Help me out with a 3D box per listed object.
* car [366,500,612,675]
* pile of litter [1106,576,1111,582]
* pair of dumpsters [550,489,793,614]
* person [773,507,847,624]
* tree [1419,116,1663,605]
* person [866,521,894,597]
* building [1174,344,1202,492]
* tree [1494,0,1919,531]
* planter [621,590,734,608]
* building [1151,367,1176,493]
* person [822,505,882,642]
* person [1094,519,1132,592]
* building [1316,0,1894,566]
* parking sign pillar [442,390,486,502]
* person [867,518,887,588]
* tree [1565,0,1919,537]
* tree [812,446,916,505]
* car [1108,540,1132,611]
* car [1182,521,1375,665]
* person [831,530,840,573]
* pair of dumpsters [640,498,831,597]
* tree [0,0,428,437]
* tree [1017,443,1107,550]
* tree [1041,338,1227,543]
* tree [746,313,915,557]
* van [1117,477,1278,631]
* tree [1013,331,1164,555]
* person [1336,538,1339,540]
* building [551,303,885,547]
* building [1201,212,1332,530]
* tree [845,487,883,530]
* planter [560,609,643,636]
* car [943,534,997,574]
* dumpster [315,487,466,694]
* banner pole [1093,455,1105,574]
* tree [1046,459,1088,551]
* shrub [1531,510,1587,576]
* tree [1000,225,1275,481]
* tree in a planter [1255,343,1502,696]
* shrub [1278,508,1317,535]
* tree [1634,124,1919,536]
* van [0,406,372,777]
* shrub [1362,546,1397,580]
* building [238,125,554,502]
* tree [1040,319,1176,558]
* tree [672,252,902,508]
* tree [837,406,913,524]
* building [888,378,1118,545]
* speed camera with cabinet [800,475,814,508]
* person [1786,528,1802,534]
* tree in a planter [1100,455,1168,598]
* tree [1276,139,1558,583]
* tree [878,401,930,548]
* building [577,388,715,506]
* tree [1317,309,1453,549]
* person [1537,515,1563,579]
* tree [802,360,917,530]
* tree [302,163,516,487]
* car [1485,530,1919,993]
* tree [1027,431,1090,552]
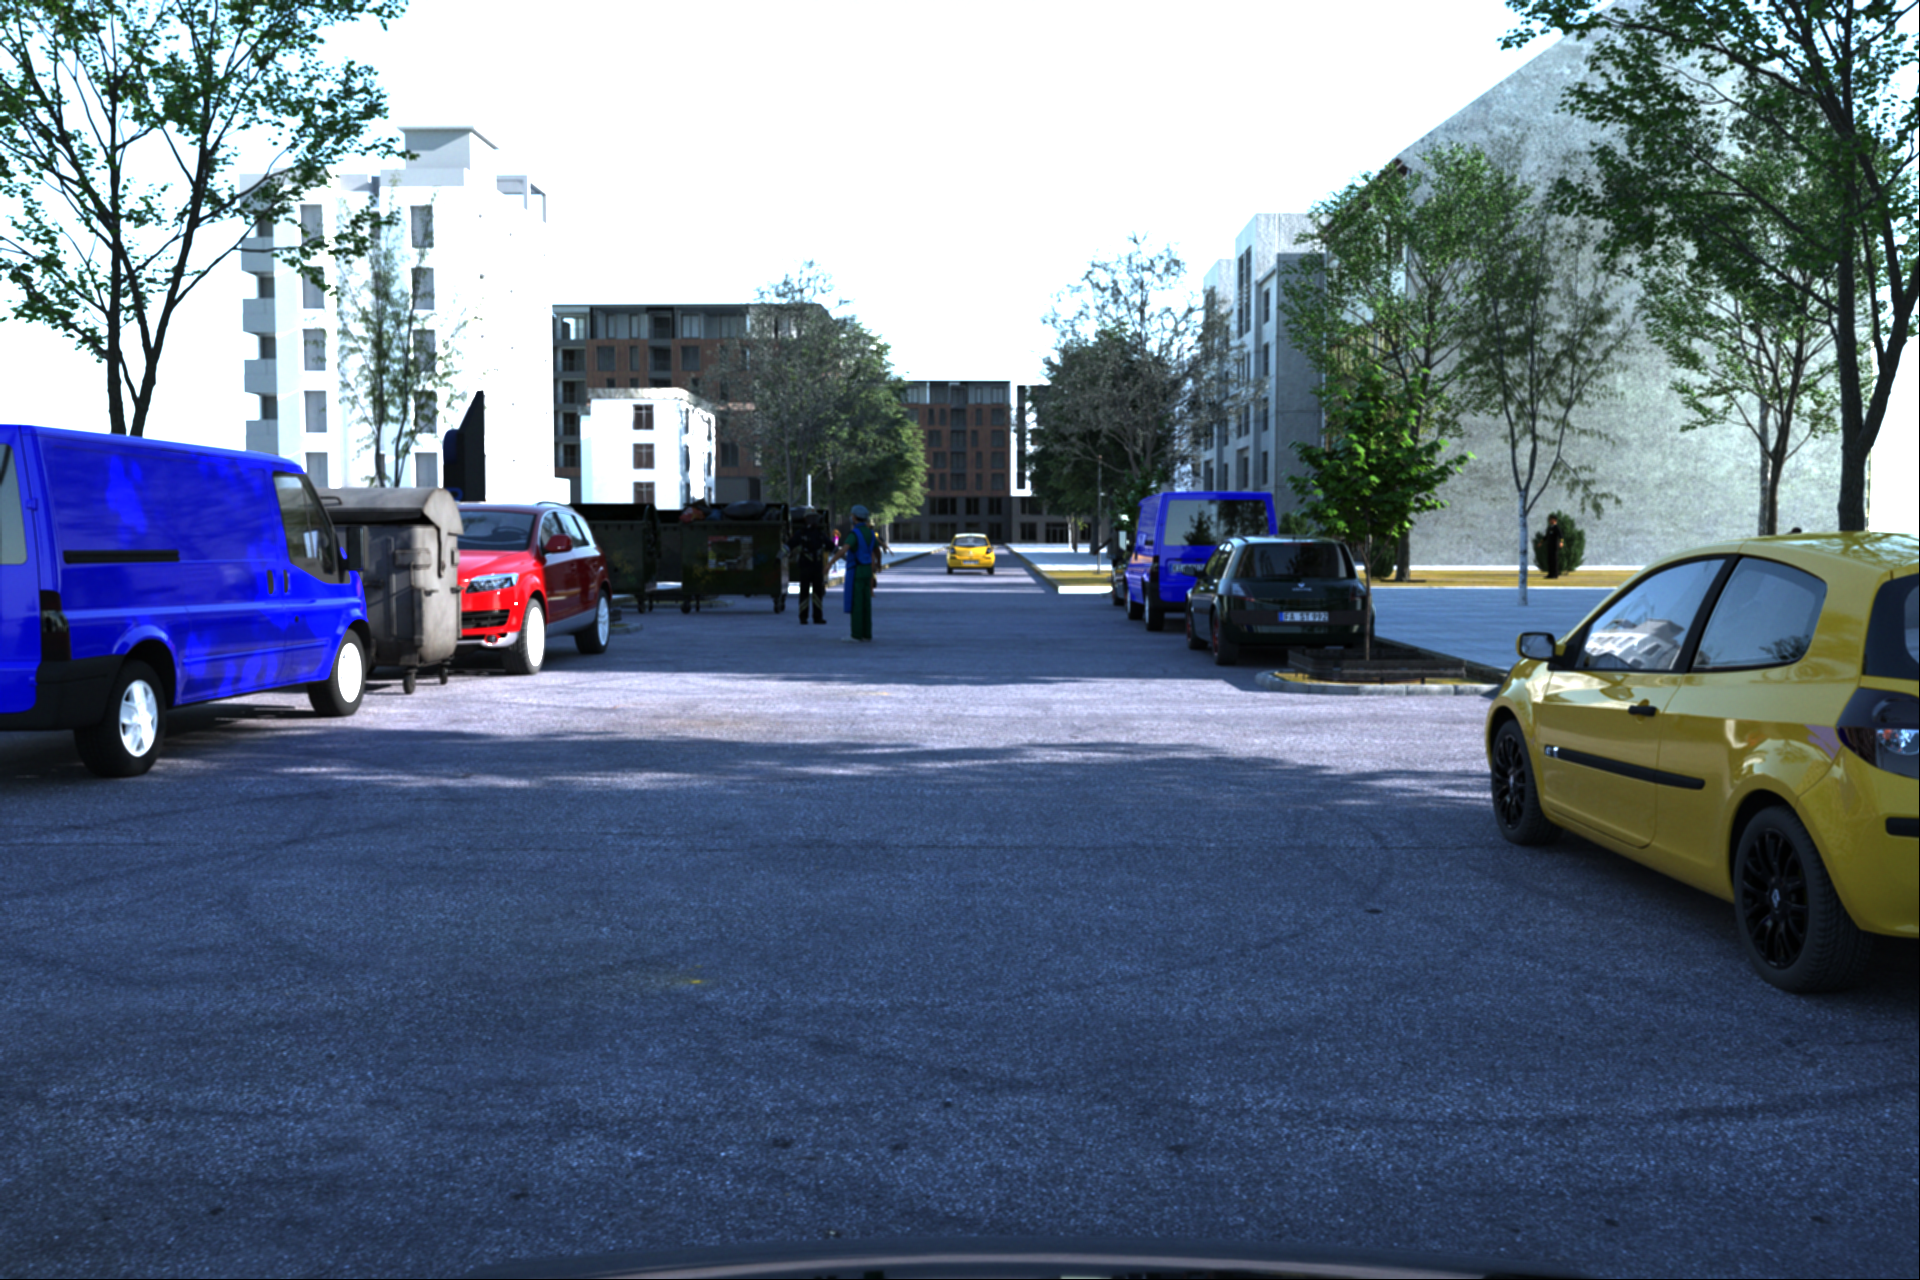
[{"bbox_3d":[-5.299,-0.651,19.310,2.281,1.827,5.304,0,4,1],"label":"car"},{"bbox_3d":[4.435,-1.941,45.700,1.176,0.858,1.719,0,4,0],"label":"pile of litter"},{"bbox_3d":[-5.320,-1.631,31.624,4.436,2.255,1.574,0,4,1],"label":"pair of dumpsters"},{"bbox_3d":[-2.366,-1.184,27.602,1.354,1.856,0.705,-2,4,-27],"label":"person"},{"bbox_3d":[10.222,-4.949,31.279,4.360,8.622,3.978,0,3,0],"label":"tree"},{"bbox_3d":[-2.120,-1.853,39.560,1.217,1.733,0.721,-1,4,-11],"label":"person"},{"bbox_3d":[26.447,-19.276,171.585,16.016,20.090,11.380,0,4,1],"label":"building"},{"bbox_3d":[10.071,-5.700,18.956,9.928,11.665,9.643,0,3,0],"label":"tree"},{"bbox_3d":[-5.553,-0.813,34.436,1.991,0.319,1.994,0,4,1],"label":"planter"},{"bbox_3d":[25.611,-20.531,192.100,16.016,20.090,11.380,0,4,1],"label":"building"},{"bbox_3d":[-1.365,-0.885,23.050,0.704,1.817,1.347,2,4,29],"label":"person"},{"bbox_3d":[3.812,-2.024,41.678,1.348,1.813,0.705,3,5,41],"label":"person"},{"bbox_3d":[27.372,-15.109,77.966,19.493,23.208,18.063,0,4,2],"label":"building"},{"bbox_3d":[-9.094,-2.651,31.813,1.447,3.967,1.447,0,4,1],"label":"parking sign pillar"},{"bbox_3d":[-2.413,-2.304,45.911,1.354,1.856,0.705,-3,5,-45],"label":"person"},{"bbox_3d":[27.613,-12.469,59.754,12.611,20.169,13.585,0,3,0],"label":"tree"},{"bbox_3d":[-7.169,-11.338,119.785,8.767,10.594,7.601,0,4,-2],"label":"tree"},{"bbox_3d":[3.920,-1.450,33.498,2.009,1.686,4.222,0,3,0],"label":"car"},{"bbox_3d":[3.664,-0.643,20.298,2.009,1.686,4.222,0,4,1],"label":"car"},{"bbox_3d":[-4.196,-2.939,57.320,0.599,1.433,0.991,0,4,-8],"label":"person"},{"bbox_3d":[-5.191,-2.124,39.671,4.436,2.255,1.574,0,4,1],"label":"pair of dumpsters"},{"bbox_3d":[-11.499,-6.003,23.905,9.928,11.665,9.643,0,3,0],"label":"tree"},{"bbox_3d":[9.125,-12.633,140.964,8.767,10.594,7.601,-2,4,-31],"label":"tree"},{"bbox_3d":[8.020,-8.964,80.967,8.767,10.594,7.601,-1,4,-11],"label":"tree"},{"bbox_3d":[-7.270,-11.752,98.797,9.857,13.997,8.962,0,3,0],"label":"tree"},{"bbox_3d":[3.710,-1.396,27.208,2.240,2.365,5.245,0,4,1],"label":"van"},{"bbox_3d":[8.246,-12.268,107.236,9.857,13.997,8.962,0,3,0],"label":"tree"},{"bbox_3d":[15.806,-4.238,75.141,1.347,1.847,0.705,2,4,27],"label":"person"},{"bbox_3d":[-22.397,-19.938,169.958,27.936,21.610,32.646,0,4,1],"label":"building"},{"bbox_3d":[24.757,-14.518,103.819,16.747,18.905,31.486,0,4,1],"label":"building"},{"bbox_3d":[-6.203,-10.886,128.343,4.360,8.622,3.978,0,3,0],"label":"tree"},{"bbox_3d":[-5.754,-0.263,25.434,1.991,0.319,1.994,0,4,2],"label":"planter"},{"bbox_3d":[0.371,-3.229,63.021,2.015,1.641,3.980,0,4,0],"label":"car"},{"bbox_3d":[-5.624,-0.472,15.940,1.865,1.857,1.264,0,4,2],"label":"dumpster"},{"bbox_3d":[4.421,-3.964,54.834,0.401,3.779,0.863,0,4,1],"label":"banner pole"},{"bbox_3d":[8.308,-11.128,132.307,4.737,8.622,4.395,0,3,0],"label":"tree"},{"bbox_3d":[18.547,-3.038,53.706,1.661,2.075,1.752,0,3,0],"label":"shrub"},{"bbox_3d":[7.180,-9.661,68.320,12.009,13.543,11.850,0,3,0],"label":"tree"},{"bbox_3d":[3.843,-1.164,16.260,1.991,3.239,1.994,0,3,0],"label":"tree in a planter"},{"bbox_3d":[10.130,-2.979,52.744,1.661,2.075,1.752,0,3,0],"label":"shrub"},{"bbox_3d":[21.017,-7.247,44.240,9.928,11.665,9.643,0,3,0],"label":"tree"},{"bbox_3d":[-5.745,-0.458,11.880,2.240,2.365,5.245,0,4,1],"label":"van"},{"bbox_3d":[11.763,-2.291,48.578,1.383,1.207,1.383,0,3,0],"label":"shrub"},{"bbox_3d":[-27.345,-13.777,81.682,16.016,20.090,11.380,0,4,0],"label":"building"},{"bbox_3d":[7.795,-10.605,91.522,7.486,12.596,7.792,0,3,0],"label":"tree"},{"bbox_3d":[-7.196,-10.060,74.857,12.009,13.543,11.850,0,3,0],"label":"tree"},{"bbox_3d":[-7.278,-13.319,135.889,7.486,12.596,7.792,0,3,0],"label":"tree"},{"bbox_3d":[4.116,-24.007,238.937,32.646,21.610,27.936,0,4,-2],"label":"building"},{"bbox_3d":[-5.198,-3.931,58.608,0.660,3.252,2.038,0,4,3],"label":"speed camera with cabinet"},{"bbox_3d":[18.472,-1.808,38.837,0.697,1.427,0.421,2,4,32],"label":"person"},{"bbox_3d":[4.192,-2.576,39.347,1.991,3.239,1.994,0,4,1],"label":"tree in a planter"},{"bbox_3d":[12.007,-7.354,45.991,9.928,11.665,9.643,0,3,0],"label":"tree"},{"bbox_3d":[-6.010,-13.985,146.783,7.486,12.596,7.792,0,3,0],"label":"tree"},{"bbox_3d":[-20.487,-10.493,113.706,9.099,9.664,28.070,0,4,0],"label":"building"},{"bbox_3d":[13.772,-6.537,57.243,4.737,8.622,4.395,0,3,0],"label":"tree"},{"bbox_3d":[17.021,-2.683,49.798,0.705,1.837,1.347,-1,4,-9],"label":"person"},{"bbox_3d":[-6.491,-11.734,109.979,7.486,12.596,7.792,0,3,0],"label":"tree"},{"bbox_3d":[-11.745,-5.178,35.030,4.360,8.622,3.978,0,3,0],"label":"tree"},{"bbox_3d":[3.387,0.207,6.841,2.015,1.641,3.980,0,4,0],"label":"car"},{"bbox_3d":[8.022,-11.562,123.447,7.601,10.594,8.767,-3,5,-42],"label":"tree"}]
